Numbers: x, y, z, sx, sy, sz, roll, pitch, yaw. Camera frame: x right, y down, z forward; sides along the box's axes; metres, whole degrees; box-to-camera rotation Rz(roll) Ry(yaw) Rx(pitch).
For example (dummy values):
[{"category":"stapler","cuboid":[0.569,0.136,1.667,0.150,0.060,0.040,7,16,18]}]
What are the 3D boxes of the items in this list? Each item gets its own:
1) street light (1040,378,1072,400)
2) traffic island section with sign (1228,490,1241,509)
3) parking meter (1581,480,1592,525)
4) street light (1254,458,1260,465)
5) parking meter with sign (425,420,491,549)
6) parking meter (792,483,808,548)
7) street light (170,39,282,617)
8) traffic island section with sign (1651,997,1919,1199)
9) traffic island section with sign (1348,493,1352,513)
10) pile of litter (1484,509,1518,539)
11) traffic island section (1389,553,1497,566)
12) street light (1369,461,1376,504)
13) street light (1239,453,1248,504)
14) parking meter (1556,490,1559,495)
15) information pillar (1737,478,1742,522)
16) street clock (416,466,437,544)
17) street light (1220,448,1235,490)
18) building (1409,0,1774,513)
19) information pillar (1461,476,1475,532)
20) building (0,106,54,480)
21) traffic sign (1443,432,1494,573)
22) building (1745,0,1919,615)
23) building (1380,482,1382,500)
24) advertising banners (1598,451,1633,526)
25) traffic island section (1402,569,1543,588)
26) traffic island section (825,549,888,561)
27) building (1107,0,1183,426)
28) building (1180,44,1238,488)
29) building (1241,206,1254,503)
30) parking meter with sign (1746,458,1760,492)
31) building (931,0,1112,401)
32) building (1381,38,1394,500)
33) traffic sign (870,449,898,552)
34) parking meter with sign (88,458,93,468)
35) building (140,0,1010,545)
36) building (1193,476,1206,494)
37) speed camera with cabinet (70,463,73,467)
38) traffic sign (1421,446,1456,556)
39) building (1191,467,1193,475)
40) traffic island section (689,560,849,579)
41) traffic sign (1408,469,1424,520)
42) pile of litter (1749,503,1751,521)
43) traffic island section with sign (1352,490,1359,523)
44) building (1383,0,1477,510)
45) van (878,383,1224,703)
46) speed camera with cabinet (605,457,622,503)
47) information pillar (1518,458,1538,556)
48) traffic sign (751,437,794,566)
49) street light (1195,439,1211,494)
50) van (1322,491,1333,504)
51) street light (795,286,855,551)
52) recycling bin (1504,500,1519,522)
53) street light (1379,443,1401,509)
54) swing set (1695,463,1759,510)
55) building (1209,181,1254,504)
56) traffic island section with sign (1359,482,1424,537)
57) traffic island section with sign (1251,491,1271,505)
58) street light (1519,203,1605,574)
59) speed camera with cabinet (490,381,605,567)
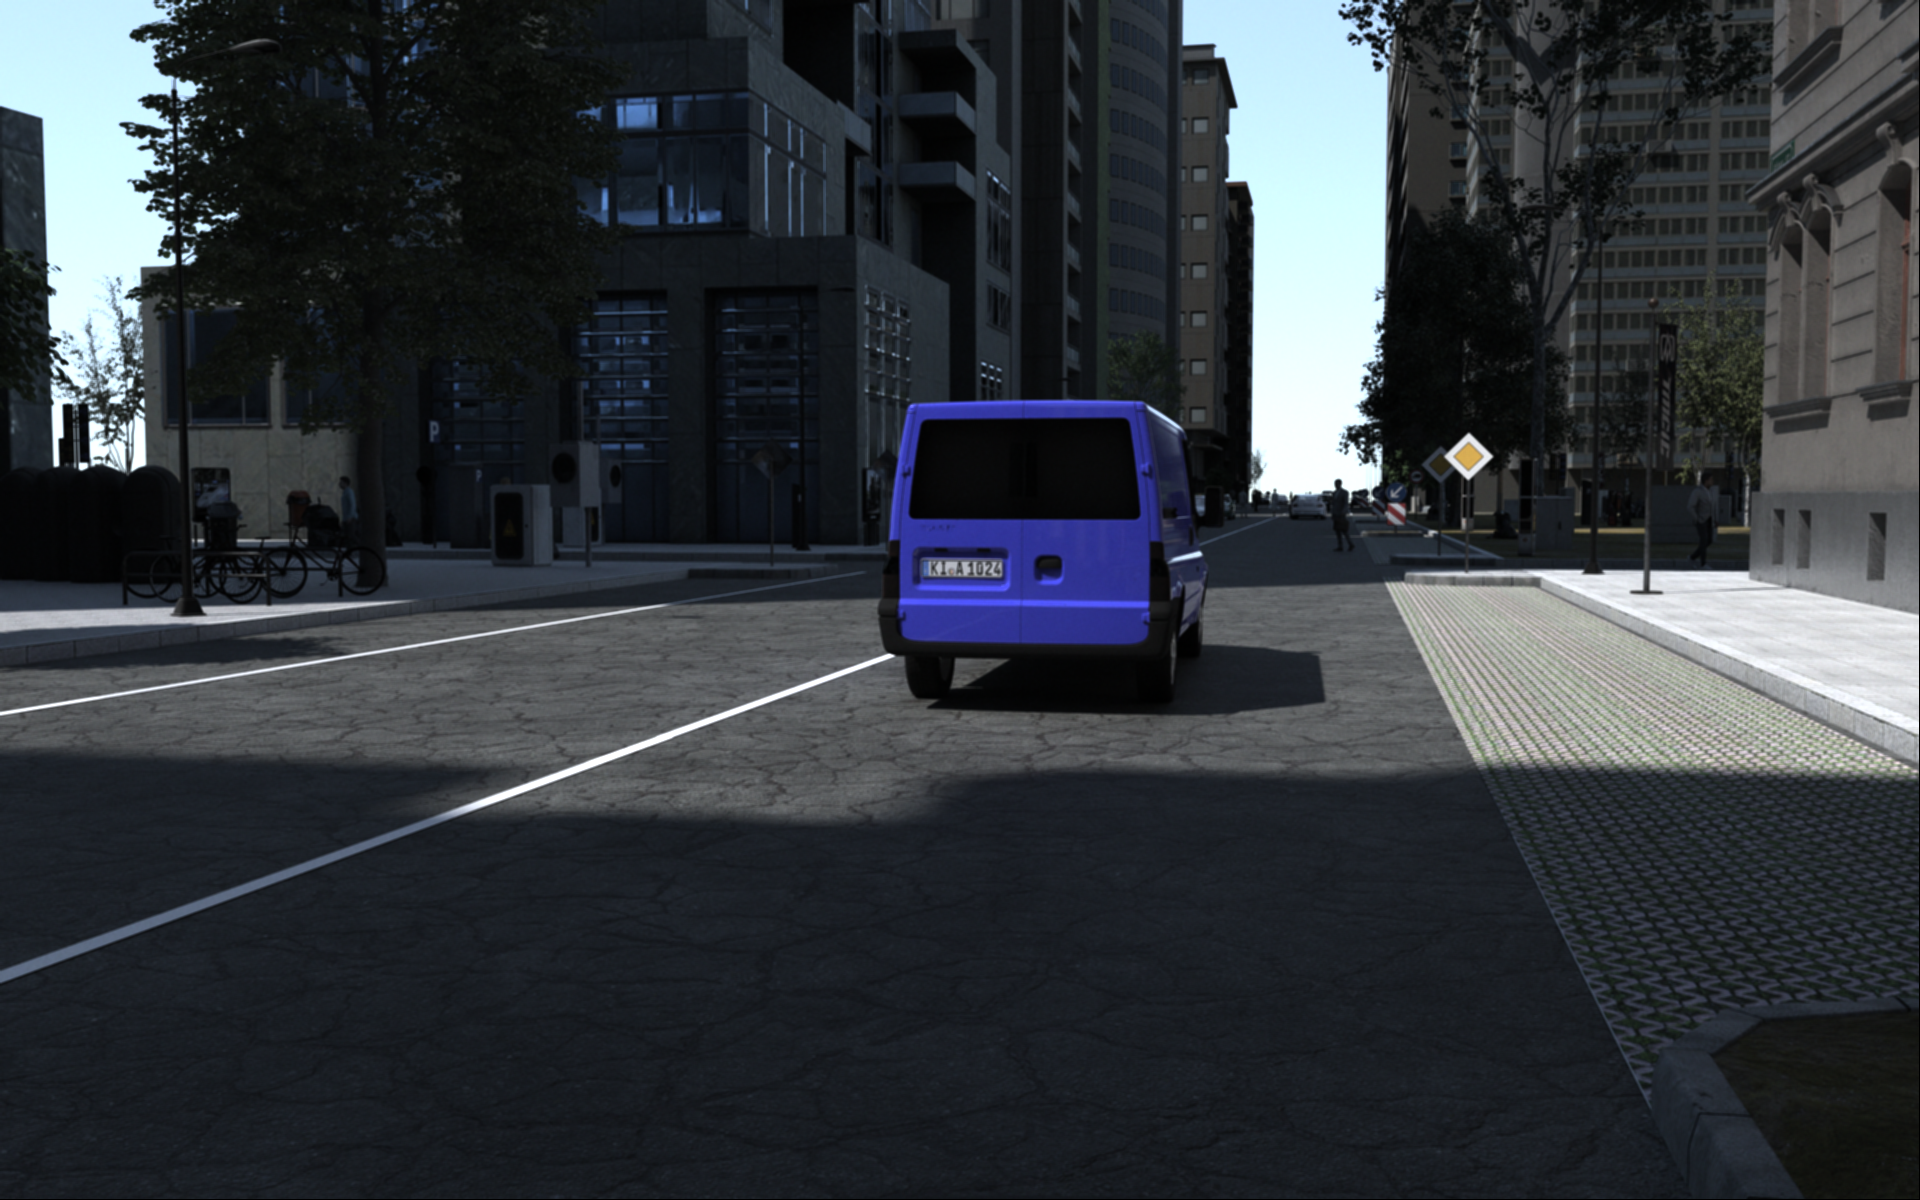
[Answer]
[{"category":"street light","cuboid":[3.778,-5.927,69.449,1.470,5.913,1.316,1,4,12]},{"category":"traffic island section with sign","cuboid":[25.519,-9.391,162.174,1.989,1.847,2.006,1,4,12]},{"category":"parking meter","cuboid":[25.750,-4.001,71.128,0.399,1.863,0.255,-1,4,-15]},{"category":"street light","cuboid":[37.832,-15.440,224.987,1.470,5.913,1.316,1,4,12]},{"category":"parking meter with sign","cuboid":[-11.604,-2.717,40.682,1.738,3.016,0.543,1,4,12]},{"category":"parking meter","cuboid":[-3.814,-2.007,41.230,0.372,1.533,0.369,0,3,0]},{"category":"street light","cuboid":[-7.617,-2.779,17.978,1.470,5.913,1.316,1,4,12]},{"category":"traffic island section with sign","cuboid":[2.478,0.324,3.324,1.989,1.847,2.006,1,4,12]},{"category":"traffic island section with sign","cuboid":[31.136,-7.654,133.778,1.989,1.847,2.006,1,4,12]},{"category":"pile of litter","cuboid":[15.816,-2.197,49.883,1.176,0.858,1.719,0,4,-4]},{"category":"traffic island section","cuboid":[9.973,-0.838,35.975,2.009,0.180,2.903,1,4,12]},{"category":"street light","cuboid":[36.922,-10.970,151.899,1.470,5.913,1.316,1,4,12]},{"category":"street light","cuboid":[31.259,-13.580,194.571,1.470,5.913,1.316,1,4,12]},{"category":"parking meter","cuboid":[34.204,-5.533,98.877,0.372,1.533,0.369,0,3,0]},{"category":"information pillar","cuboid":[36.168,-4.631,80.205,0.304,2.012,0.304,2,4,25]},{"category":"street clock","cuboid":[-13.604,-2.426,44.230,0.471,2.002,0.358,1,4,17]},{"category":"street light","cuboid":[26.923,-12.402,175.310,1.470,5.913,1.316,1,4,12]},{"category":"building","cuboid":[48.934,-26.334,122.448,32.217,40.220,23.993,1,4,12]},{"category":"information pillar","cuboid":[17.372,-3.348,59.237,0.304,2.012,0.304,-3,5,-40]},{"category":"building","cuboid":[-33.222,-43.255,19.892,31.000,86.520,22.319,1,4,12]},{"category":"traffic sign","cuboid":[8.235,-1.496,28.103,0.795,2.450,0.064,1,4,12]},{"category":"building","cuboid":[15.534,-13.796,12.961,14.401,28.519,23.554,1,4,12]},{"category":"building","cuboid":[77.077,-34.039,248.420,32.217,40.220,23.993,1,4,12]},{"category":"advertising banners","cuboid":[26.413,-4.514,69.985,0.090,3.025,2.074,-1,4,-23]},{"category":"traffic island section","cuboid":[8.260,-0.361,28.175,2.009,0.180,2.903,1,4,12]},{"category":"traffic island section","cuboid":[-1.641,-0.993,38.521,2.009,0.180,2.903,1,4,12]},{"category":"building","cuboid":[4.551,-35.807,127.448,21.231,58.520,28.212,1,4,12]},{"category":"building","cuboid":[18.392,-38.015,210.778,28.713,52.752,27.495,1,4,12]},{"category":"building","cuboid":[36.403,-37.221,258.677,14.600,45.320,14.200,1,4,12]},{"category":"parking meter with sign","cuboid":[39.207,-5.415,84.800,1.738,3.016,0.543,-2,4,-26]},{"category":"building","cuboid":[-0.150,-24.775,88.669,14.154,41.232,14.086,1,4,12]},{"category":"building","cuboid":[65.631,-41.694,223.694,21.231,58.520,28.212,1,4,12]},{"category":"traffic sign","cuboid":[-1.617,-2.129,38.454,0.795,2.450,0.064,1,4,12]},{"category":"parking meter with sign","cuboid":[-41.610,-5.410,84.720,1.738,3.016,0.543,-1,4,-14]},{"category":"building","cuboid":[-10.152,-45.602,58.265,22.319,86.520,31.000,1,4,12]},{"category":"building","cuboid":[8.386,-29.542,174.900,32.217,40.220,23.993,1,4,12]},{"category":"speed camera with cabinet","cuboid":[-32.147,-4.268,64.115,2.038,3.252,0.660,-3,5,-39]},{"category":"traffic sign","cuboid":[9.948,-1.973,35.903,0.795,2.450,0.064,1,4,12]},{"category":"building","cuboid":[9.841,-43.584,150.848,20.563,71.187,20.611,1,4,12]},{"category":"traffic island section","cuboid":[-3.354,-0.516,30.722,2.009,0.180,2.903,1,4,12]},{"category":"traffic sign","cuboid":[22.859,-5.302,86.797,0.768,2.556,0.104,1,4,15]},{"category":"pile of litter","cuboid":[37.441,-4.124,81.393,1.719,0.858,1.176,-2,4,-24]},{"category":"traffic island section with sign","cuboid":[20.357,-4.655,84.743,1.989,1.847,2.006,1,4,12]},{"category":"building","cuboid":[52.796,-33.331,168.658,21.300,48.544,21.600,1,4,12]},{"category":"van","cuboid":[0.888,-0.569,13.690,2.240,2.365,5.245,1,4,11]},{"category":"speed camera with cabinet","cuboid":[-9.016,-2.944,42.474,0.660,3.252,2.038,1,4,16]},{"category":"information pillar","cuboid":[11.773,-1.923,35.929,0.304,2.012,0.304,2,4,31]},{"category":"traffic sign","cuboid":[-3.330,-1.652,30.655,0.795,2.450,0.064,1,4,12]},{"category":"street light","cuboid":[20.271,-10.550,145.031,1.470,5.913,1.316,1,4,12]},{"category":"van","cuboid":[45.642,-12.726,215.089,2.013,2.044,4.112,1,4,12]},{"category":"street light","cuboid":[-3.025,-4.061,38.941,1.470,5.913,1.316,1,4,12]},{"category":"recycling bin","cuboid":[25.319,-4.081,79.275,0.722,1.027,0.722,2,4,27]},{"category":"street light","cuboid":[30.363,-9.117,121.600,1.470,5.913,1.316,1,4,12]},{"category":"swing set","cuboid":[39.068,-5.559,88.515,3.119,2.851,2.862,2,4,30]},{"category":"building","cuboid":[28.662,-35.704,238.384,22.147,44.769,28.867,1,4,12]},{"category":"traffic island section with sign","cuboid":[14.541,-3.036,58.262,1.989,1.847,2.006,1,4,12]},{"category":"traffic island section with sign","cuboid":[37.541,-12.738,216.892,1.989,1.847,2.006,1,4,12]},{"category":"street light","cuboid":[9.639,-3.377,27.748,1.470,5.913,1.316,1,4,12]},{"category":"speed camera with cabinet","cuboid":[-7.358,-2.218,30.606,2.038,3.252,0.660,2,4,27]}]
